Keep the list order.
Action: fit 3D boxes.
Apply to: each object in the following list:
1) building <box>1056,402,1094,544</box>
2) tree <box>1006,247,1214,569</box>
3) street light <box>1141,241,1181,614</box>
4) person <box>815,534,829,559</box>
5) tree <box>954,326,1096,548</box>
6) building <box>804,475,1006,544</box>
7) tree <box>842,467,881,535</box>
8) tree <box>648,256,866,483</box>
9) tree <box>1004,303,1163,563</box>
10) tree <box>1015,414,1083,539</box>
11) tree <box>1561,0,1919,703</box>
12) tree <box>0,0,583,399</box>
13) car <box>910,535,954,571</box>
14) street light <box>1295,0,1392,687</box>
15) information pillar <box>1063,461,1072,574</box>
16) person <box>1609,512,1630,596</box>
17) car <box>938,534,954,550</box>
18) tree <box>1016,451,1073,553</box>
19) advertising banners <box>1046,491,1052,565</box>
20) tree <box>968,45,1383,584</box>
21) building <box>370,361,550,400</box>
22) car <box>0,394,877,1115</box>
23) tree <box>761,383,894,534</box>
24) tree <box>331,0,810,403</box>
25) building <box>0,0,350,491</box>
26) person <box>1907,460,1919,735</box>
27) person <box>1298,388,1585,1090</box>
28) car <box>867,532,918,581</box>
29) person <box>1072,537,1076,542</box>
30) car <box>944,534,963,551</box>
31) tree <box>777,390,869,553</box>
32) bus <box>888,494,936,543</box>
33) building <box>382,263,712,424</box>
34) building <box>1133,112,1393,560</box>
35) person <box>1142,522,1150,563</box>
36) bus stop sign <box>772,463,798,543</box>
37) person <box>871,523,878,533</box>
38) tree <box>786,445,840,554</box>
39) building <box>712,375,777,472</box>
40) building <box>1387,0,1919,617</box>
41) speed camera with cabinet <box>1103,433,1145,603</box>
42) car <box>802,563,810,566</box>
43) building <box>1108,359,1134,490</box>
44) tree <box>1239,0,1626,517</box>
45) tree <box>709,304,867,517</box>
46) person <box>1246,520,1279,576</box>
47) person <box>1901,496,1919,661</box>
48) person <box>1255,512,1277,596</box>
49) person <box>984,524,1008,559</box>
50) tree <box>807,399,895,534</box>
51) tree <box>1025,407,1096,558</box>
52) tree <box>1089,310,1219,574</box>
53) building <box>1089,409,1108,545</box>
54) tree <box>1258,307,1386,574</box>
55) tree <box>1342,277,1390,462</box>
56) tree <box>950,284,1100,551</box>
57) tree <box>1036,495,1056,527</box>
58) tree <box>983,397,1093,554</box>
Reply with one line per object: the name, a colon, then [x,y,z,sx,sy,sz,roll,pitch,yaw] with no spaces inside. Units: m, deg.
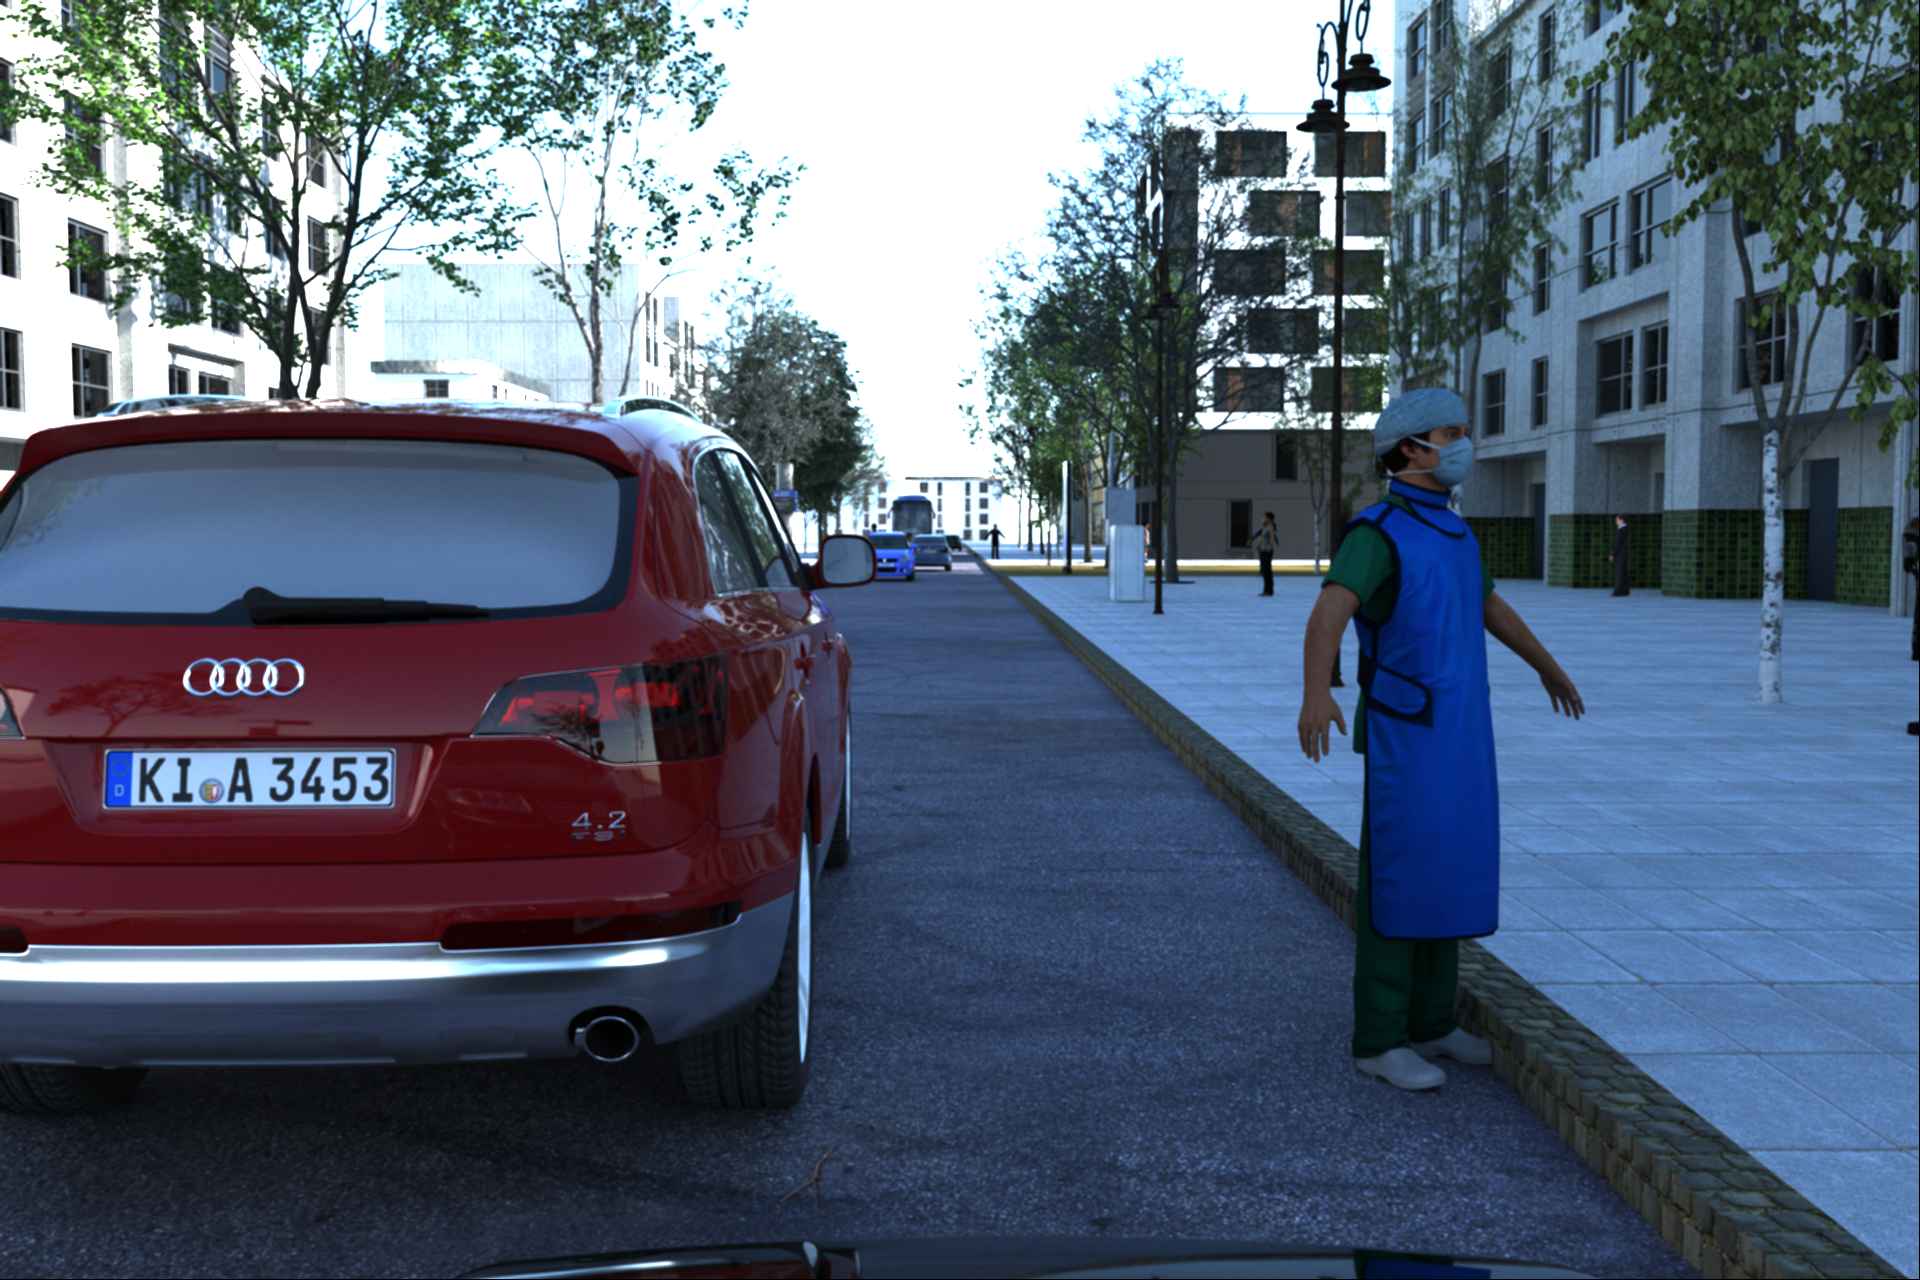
building: [22.296,-23.994,223.224,19.493,23.208,18.063,0,4,-1]
tree: [5.497,-8.399,63.074,9.928,11.665,9.643,0,3,0]
street light: [3.191,-3.357,27.675,0.468,5.910,1.993,0,3,0]
person: [-3.635,-2.121,46.404,0.599,1.433,0.991,-2,4,-28]
tree: [5.899,-18.350,155.907,12.611,20.169,13.585,0,3,0]
building: [-7.742,-18.506,247.169,28.070,9.664,9.099,0,4,6]
tree: [-9.733,-12.702,158.043,4.360,8.622,3.978,0,3,0]
tree: [-9.306,-10.164,76.552,12.009,13.543,11.850,0,3,0]
tree: [5.538,-9.229,76.646,9.928,11.665,9.643,0,3,0]
tree: [5.820,-9.221,101.132,4.360,8.622,3.978,0,3,0]
tree: [6.189,-3.813,12.706,4.737,8.622,4.395,0,3,0]
tree: [-9.323,-6.028,24.314,9.928,11.665,9.643,0,3,0]
car: [-1.213,-3.407,67.706,2.014,1.417,4.499,0,4,-1]
street light: [3.148,-2.546,14.422,0.468,5.910,1.993,0,4,0]
information pillar: [3.486,-3.973,56.269,0.184,3.620,1.656,0,4,-1]
person: [13.619,-1.772,35.811,0.445,1.727,0.742,1,4,12]
car: [-1.415,-9.065,157.001,1.959,1.807,4.718,0,4,-1]
tree: [5.996,-10.202,117.170,4.737,8.622,4.395,0,3,0]
advertising banners: [3.691,-4.610,71.556,0.090,3.025,2.074,0,4,-1]
tree: [5.417,-8.221,44.778,12.009,13.543,11.850,0,3,0]
building: [-27.673,-9.528,97.934,9.099,9.664,28.070,0,3,0]
car: [-1.431,0.173,5.839,2.281,1.827,5.304,0,4,-2]
tree: [-10.281,-13.582,132.440,12.009,13.543,11.850,0,3,0]
tree: [-10.475,-11.641,46.212,12.611,20.169,13.585,0,3,0]
building: [-28.835,-10.784,42.779,16.747,18.905,31.486,0,4,-1]
person: [6.280,-0.322,11.101,0.704,1.849,1.345,2,4,29]
person: [1.249,0.244,4.600,1.347,1.817,0.704,-3,5,-45]
car: [-2.261,-2.704,53.794,1.945,1.707,3.694,0,4,0]
person: [5.375,-4.900,86.301,0.705,1.806,1.347,-1,4,-21]
car: [-0.720,-8.302,145.519,2.009,1.686,4.222,0,4,0]
tree: [-9.809,-11.915,120.563,9.928,11.665,9.643,0,3,0]
bus: [-2.936,-7.283,110.619,2.896,3.916,12.251,0,3,0]
building: [-29.113,-16.051,128.889,16.747,18.905,31.486,0,4,0]
building: [23.744,-15.703,100.714,27.936,21.610,32.646,0,4,-1]
person: [8.245,-4.313,76.664,0.704,1.843,1.345,1,4,11]
bus stop sign: [-6.539,-4.633,64.766,0.837,3.901,0.837,0,4,1]
person: [-2.947,-3.080,59.086,0.705,1.796,1.348,3,5,43]
tree: [-9.803,-9.837,111.202,4.737,8.622,4.395,0,3,0]
building: [-26.131,-21.428,206.765,16.016,20.090,11.380,0,4,-1]
building: [22.785,-10.734,41.955,16.747,18.905,31.486,0,4,0]
speed camera with cabinet: [3.169,-2.383,33.305,0.660,3.252,2.038,0,4,-1]
car: [-3.028,-0.864,23.911,2.009,1.686,4.222,0,3,0]
building: [24.695,-18.939,176.113,16.747,18.905,31.486,0,3,0]
tree: [6.042,-4.284,20.410,4.360,8.622,3.978,0,3,0]
tree: [-9.726,-11.658,97.256,9.857,13.997,8.962,0,3,0]
person: [9.325,-2.864,53.285,1.216,1.772,0.721,-2,4,-27]
person: [9.854,-0.718,17.508,1.351,1.858,0.704,-2,4,-34]
person: [6.286,-1.774,35.822,0.721,1.737,1.217,0,4,-2]
person: [1.807,-5.008,88.100,1.346,1.802,0.704,-1,4,-22]
tree: [-10.431,-14.409,145.961,12.009,13.543,11.850,0,3,0]
tree: [5.361,-8.824,94.640,4.737,8.622,4.395,0,3,0]
tree: [6.410,-6.432,55.531,4.737,8.622,4.395,0,3,0]
building: [25.540,-22.869,204.831,19.493,23.208,18.063,0,4,0]
tree: [11.582,-6.455,55.901,4.360,8.622,3.978,0,3,0]
tree: [17.580,-8.386,62.862,9.928,11.665,9.643,0,3,0]
tree: [5.105,-16.776,130.170,12.611,20.169,13.585,0,3,0]
tree: [15.752,-20.767,246.194,9.857,13.997,8.962,0,3,0]
tree: [4.907,-10.725,109.766,7.601,10.594,8.767,0,4,6]
